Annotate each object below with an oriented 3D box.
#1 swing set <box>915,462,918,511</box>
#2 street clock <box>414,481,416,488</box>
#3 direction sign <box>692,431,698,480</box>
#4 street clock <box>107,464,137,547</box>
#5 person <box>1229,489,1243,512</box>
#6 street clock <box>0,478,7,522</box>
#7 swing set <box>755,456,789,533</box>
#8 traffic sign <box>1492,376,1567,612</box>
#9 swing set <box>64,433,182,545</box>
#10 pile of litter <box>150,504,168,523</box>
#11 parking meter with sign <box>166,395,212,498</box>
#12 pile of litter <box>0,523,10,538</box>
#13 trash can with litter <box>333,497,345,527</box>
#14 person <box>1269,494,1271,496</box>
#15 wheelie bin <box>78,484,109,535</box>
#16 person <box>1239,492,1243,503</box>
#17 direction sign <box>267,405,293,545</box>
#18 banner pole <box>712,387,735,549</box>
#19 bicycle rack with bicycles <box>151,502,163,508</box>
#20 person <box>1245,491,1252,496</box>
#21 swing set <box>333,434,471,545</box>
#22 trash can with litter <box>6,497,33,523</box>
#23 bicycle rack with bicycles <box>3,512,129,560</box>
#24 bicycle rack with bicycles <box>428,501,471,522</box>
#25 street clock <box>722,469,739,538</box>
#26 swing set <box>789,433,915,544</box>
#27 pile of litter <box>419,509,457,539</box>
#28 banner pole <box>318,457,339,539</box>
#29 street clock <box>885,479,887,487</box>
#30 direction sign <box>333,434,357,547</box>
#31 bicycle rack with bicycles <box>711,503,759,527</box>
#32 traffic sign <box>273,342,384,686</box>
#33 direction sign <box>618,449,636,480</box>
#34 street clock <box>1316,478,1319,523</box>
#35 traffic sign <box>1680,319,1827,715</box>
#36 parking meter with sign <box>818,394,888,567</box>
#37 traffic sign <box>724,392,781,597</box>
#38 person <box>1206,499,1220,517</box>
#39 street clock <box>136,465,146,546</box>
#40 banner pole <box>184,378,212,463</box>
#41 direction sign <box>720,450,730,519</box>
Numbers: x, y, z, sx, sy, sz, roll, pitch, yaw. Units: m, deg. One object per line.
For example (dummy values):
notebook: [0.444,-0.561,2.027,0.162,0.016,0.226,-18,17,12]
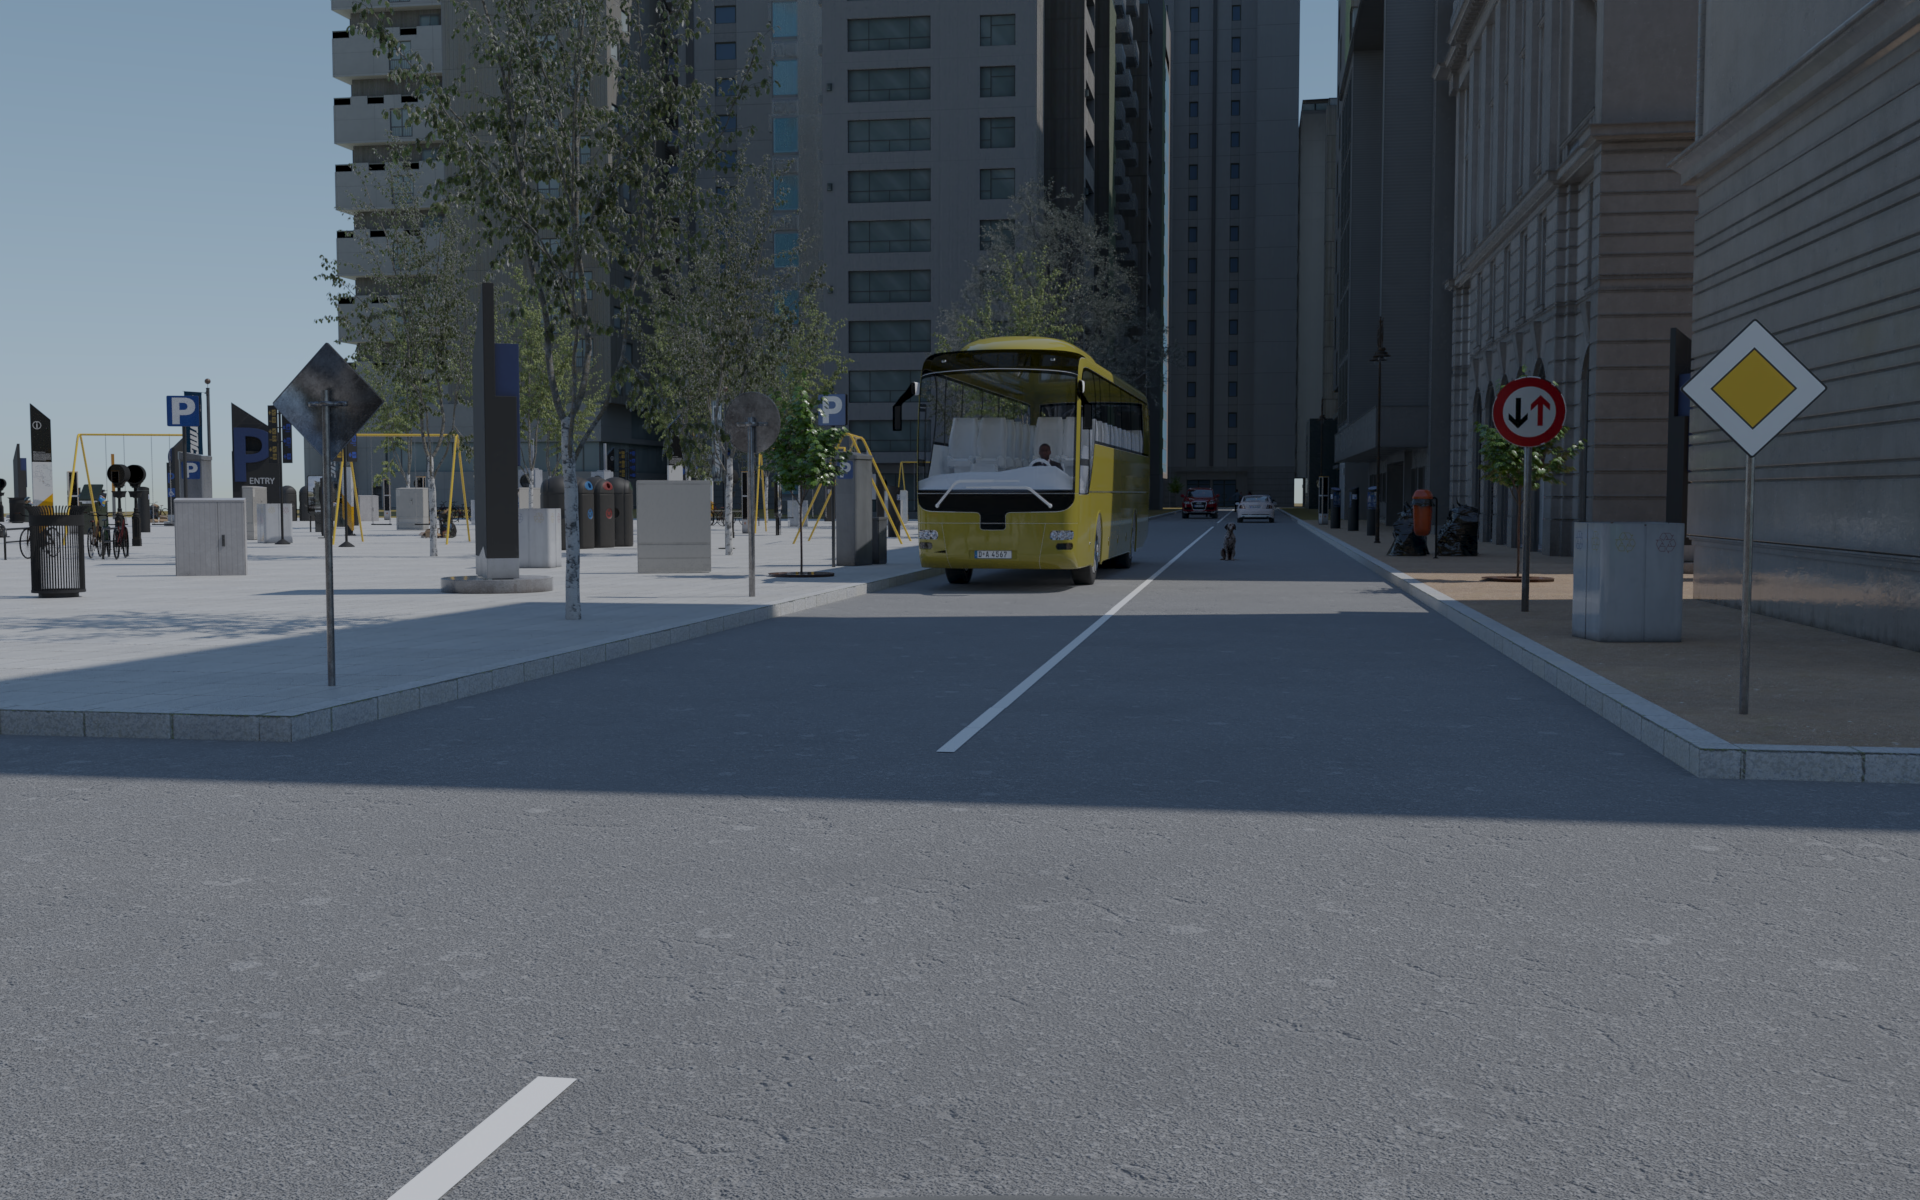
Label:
swing set: [-1.323,-5.252,83.485,3.119,2.851,2.862,-1,4,-14]
street clock: [-25.494,-4.718,81.709,0.471,2.002,0.358,1,4,11]
direction sign: [-9.147,-4.147,59.795,0.379,3.537,0.876,0,4,1]
street clock: [-20.285,-2.277,41.800,0.471,2.002,0.358,0,4,8]
person: [21.981,-7.894,137.558,1.348,1.826,0.705,-1,4,-18]
street clock: [-43.788,-4.556,79.068,0.471,2.002,0.358,-1,4,-10]
swing set: [-5.126,-3.678,57.763,3.119,2.851,2.862,0,4,1]
traffic sign: [6.167,-1.145,18.825,0.768,2.556,0.104,1,4,16]
swing set: [-21.191,-2.896,44.973,3.119,2.851,2.862,-1,4,-9]
pile of litter: [-36.019,-3.891,77.587,1.719,0.858,1.176,-1,4,-19]
parking meter with sign: [-13.887,-2.158,31.541,0.543,3.016,1.738,-1,4,-10]
pile of litter: [-28.693,-2.245,50.678,1.719,0.858,1.176,-3,5,-41]
trash can with litter: [-24.147,-3.441,67.651,0.624,1.170,1.055,-1,4,-11]
person: [22.971,-7.207,129.564,0.421,1.427,0.697,-2,4,-35]
wheelie bin: [-27.475,-2.875,54.910,0.980,1.594,0.693,0,4,4]
person: [24.374,-8.562,149.960,0.415,1.643,0.593,-3,5,-41]
direction sign: [-17.250,-3.180,43.998,0.876,3.537,0.379,2,4,30]
banner pole: [-5.594,-3.089,40.520,0.401,3.779,0.863,-3,4,-39]
bicycle rack with bicycles: [-37.249,-4.189,81.864,2.852,0.926,2.925,0,4,7]
person: [22.378,-7.611,134.408,0.593,1.643,0.415,1,4,9]
swing set: [-14.662,-2.908,45.170,3.119,2.851,2.862,0,4,-4]
trash can with litter: [-42.218,-4.058,77.737,1.055,1.170,0.624,-3,5,-42]
bicycle rack with bicycles: [-17.743,-1.311,34.815,2.852,0.926,2.925,-1,4,-10]
bicycle rack with bicycles: [-26.461,-4.603,88.641,2.925,0.926,2.852,-3,4,-38]
street clock: [-6.687,-2.799,50.327,0.471,2.002,0.358,2,4,27]
swing set: [-2.805,-2.950,45.856,2.862,2.851,3.119,0,4,3]
pile of litter: [-15.343,-2.254,50.815,1.176,0.858,1.719,0,4,8]
banner pole: [-18.193,-3.666,49.954,0.863,3.779,0.401,2,4,28]
street clock: [-3.765,-4.899,84.670,0.358,2.002,0.471,2,4,30]
direction sign: [-14.870,-3.051,41.880,0.379,3.537,0.876,1,4,20]
bicycle rack with bicycles: [-9.530,-3.435,69.546,2.925,0.926,2.852,-3,5,-43]
traffic sign: [-4.202,-0.482,11.528,0.795,2.450,0.064,1,4,10]
direction sign: [-16.754,-5.826,87.245,0.876,3.537,0.379,-2,4,-26]
street clock: [16.031,-4.417,76.790,0.358,2.002,0.471,-2,4,-29]
traffic sign: [4.566,-0.391,10.035,0.795,2.450,0.064,1,4,10]
parking meter with sign: [-1.872,-2.126,31.026,0.543,3.016,1.738,2,4,25]
traffic sign: [-2.601,-1.314,21.583,0.768,2.556,0.104,1,4,18]
person: [15.485,-6.065,107.677,1.348,1.822,0.705,-1,4,-16]
street clock: [-20.227,-2.320,42.506,0.471,2.002,0.358,-1,4,-11]
banner pole: [-16.375,-2.896,37.367,0.401,3.779,0.863,2,4,25]
direction sign: [-12.196,-5.945,89.196,0.876,3.537,0.379,-3,5,-42]
